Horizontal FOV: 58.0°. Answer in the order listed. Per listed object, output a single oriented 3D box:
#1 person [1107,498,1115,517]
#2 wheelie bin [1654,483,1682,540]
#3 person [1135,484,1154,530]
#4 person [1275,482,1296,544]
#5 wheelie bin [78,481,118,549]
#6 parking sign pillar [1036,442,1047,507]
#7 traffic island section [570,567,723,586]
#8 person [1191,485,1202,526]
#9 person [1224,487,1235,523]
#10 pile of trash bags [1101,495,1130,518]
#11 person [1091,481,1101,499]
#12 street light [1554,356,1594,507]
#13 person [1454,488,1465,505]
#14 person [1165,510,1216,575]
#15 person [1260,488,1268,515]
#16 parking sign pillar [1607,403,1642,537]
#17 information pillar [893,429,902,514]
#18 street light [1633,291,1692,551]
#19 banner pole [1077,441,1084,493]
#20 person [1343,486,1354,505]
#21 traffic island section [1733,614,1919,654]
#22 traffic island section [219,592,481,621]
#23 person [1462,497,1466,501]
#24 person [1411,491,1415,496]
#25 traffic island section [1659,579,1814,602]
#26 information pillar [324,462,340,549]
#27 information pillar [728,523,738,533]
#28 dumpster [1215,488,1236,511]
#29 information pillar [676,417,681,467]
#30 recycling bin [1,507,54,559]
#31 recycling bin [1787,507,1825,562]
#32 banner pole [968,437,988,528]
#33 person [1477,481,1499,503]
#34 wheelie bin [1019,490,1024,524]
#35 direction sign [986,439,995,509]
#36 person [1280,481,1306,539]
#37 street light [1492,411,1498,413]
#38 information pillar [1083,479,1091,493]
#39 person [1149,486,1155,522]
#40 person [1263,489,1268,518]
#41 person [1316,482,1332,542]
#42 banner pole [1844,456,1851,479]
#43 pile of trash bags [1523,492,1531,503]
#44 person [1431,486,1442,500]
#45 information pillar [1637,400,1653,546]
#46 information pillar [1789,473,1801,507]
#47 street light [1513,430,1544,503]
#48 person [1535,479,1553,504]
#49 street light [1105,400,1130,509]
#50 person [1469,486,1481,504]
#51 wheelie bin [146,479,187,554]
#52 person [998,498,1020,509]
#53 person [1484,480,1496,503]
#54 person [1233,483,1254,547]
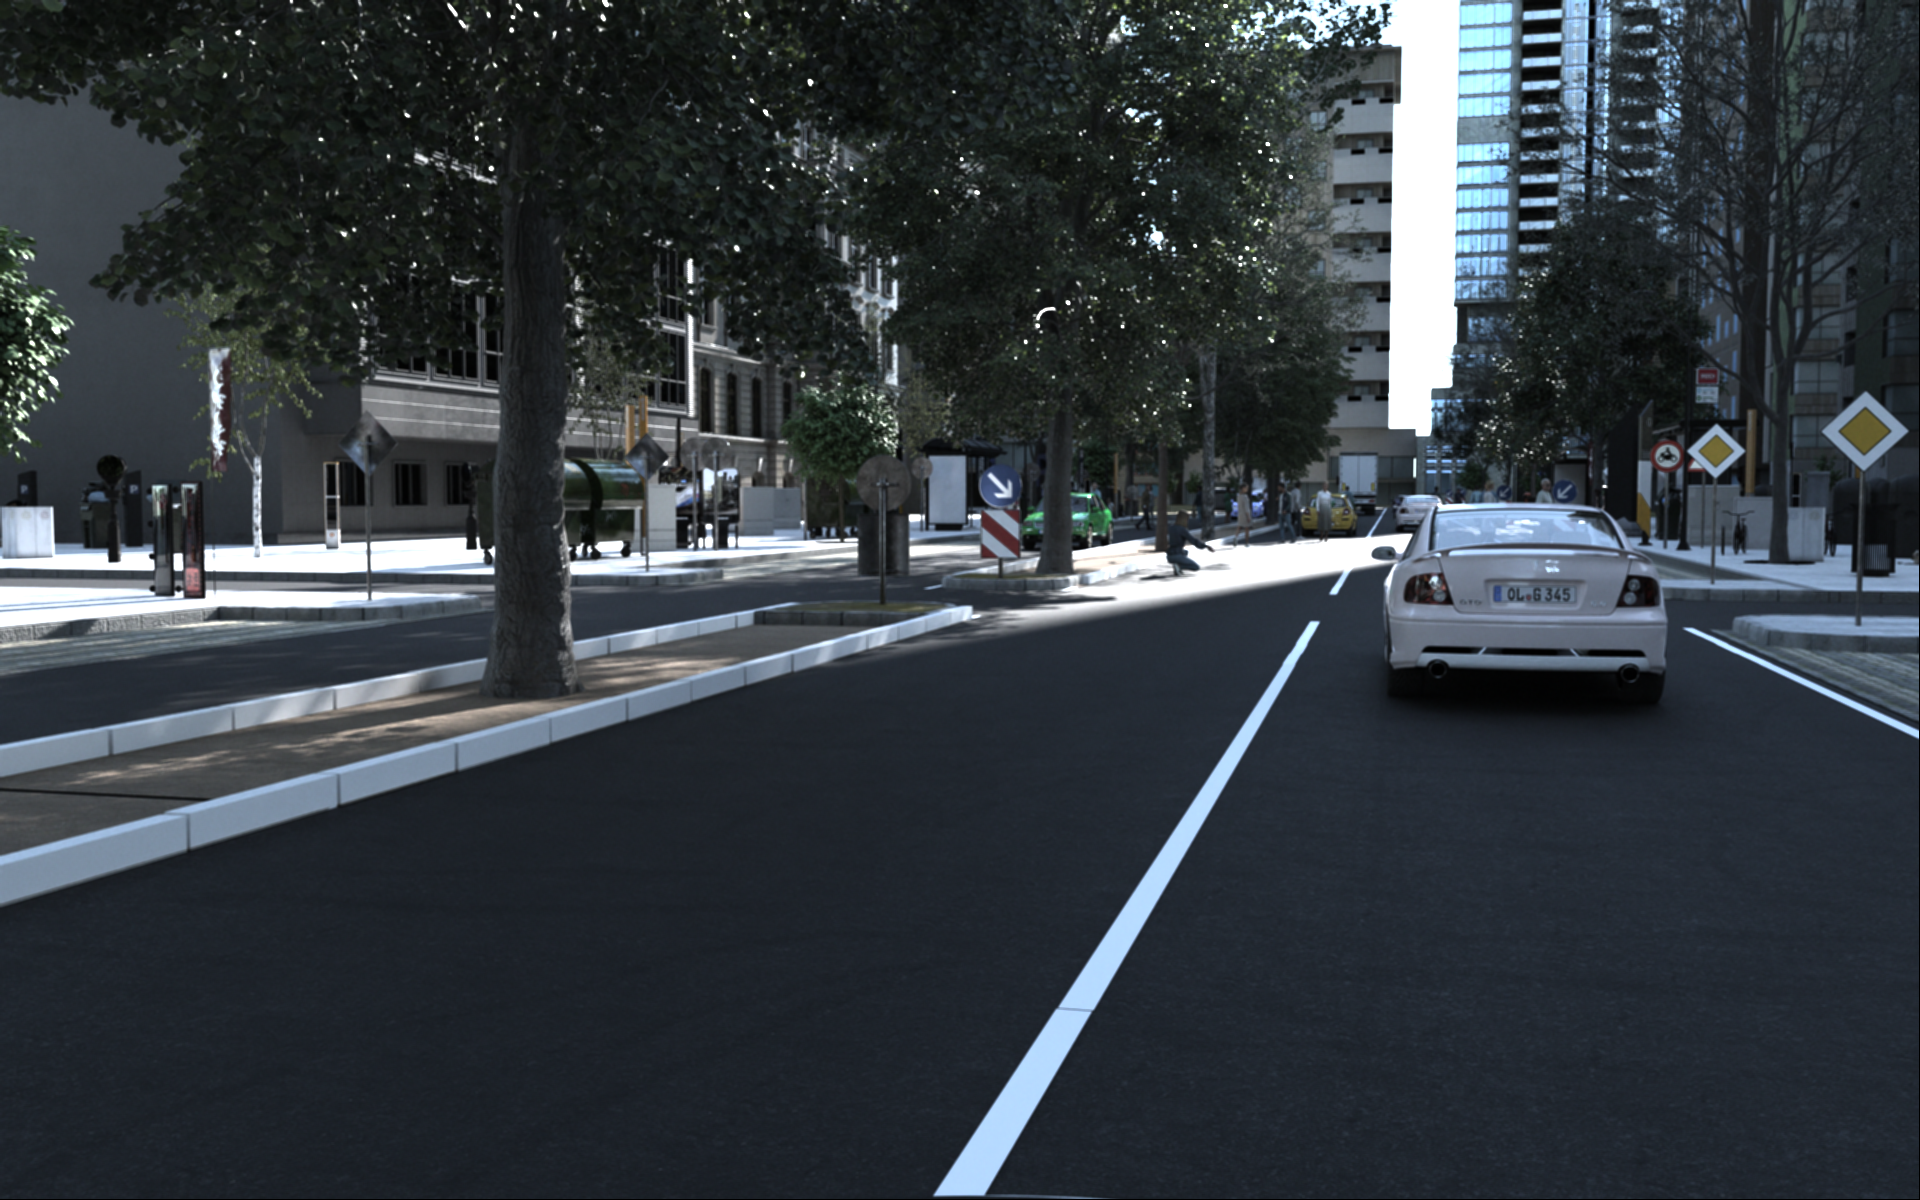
[{"bbox_3d":[6.678,-3.890,76.787,0.352,1.250,0.332,0,4,1],"label":"person"},{"bbox_3d":[19.802,-2.476,48.398,0.693,1.594,0.980,1,4,13],"label":"wheelie bin"},{"bbox_3d":[7.400,-3.719,69.209,0.836,1.842,0.656,-1,4,-15],"label":"person"},{"bbox_3d":[9.407,-2.532,50.250,0.721,1.781,0.623,-3,5,-41],"label":"person"},{"bbox_3d":[-20.297,-2.011,40.790,0.980,1.594,0.693,2,4,35],"label":"wheelie bin"},{"bbox_3d":[4.199,-5.826,83.726,1.447,3.967,1.447,-3,5,-45],"label":"parking sign pillar"},{"bbox_3d":[-5.184,-0.387,28.603,2.009,0.180,2.903,1,4,14],"label":"traffic island section"},{"bbox_3d":[10.801,-4.266,78.227,0.794,1.824,0.713,0,4,-6],"label":"person"},{"bbox_3d":[13.184,-4.678,85.237,0.529,1.795,0.600,-3,4,-36],"label":"person"},{"bbox_3d":[8.302,-5.210,94.931,3.447,1.369,1.912,-3,5,-42],"label":"pile of trash bags"},{"bbox_3d":[4.294,-2.812,54.338,0.748,1.841,0.638,0,4,-8],"label":"person"},{"bbox_3d":[20.733,-5.255,58.459,1.470,5.913,1.316,1,4,14],"label":"street light"},{"bbox_3d":[28.712,-5.529,99.354,0.683,1.767,0.568,-1,4,-21],"label":"person"},{"bbox_3d":[3.956,-1.032,30.870,0.738,1.151,1.012,-2,4,-30],"label":"person"},{"bbox_3d":[20.599,-6.613,116.614,1.348,1.826,0.705,1,4,12],"label":"person"},{"bbox_3d":[20.025,-3.890,52.076,1.447,3.967,1.447,-1,4,-12],"label":"parking sign pillar"},{"bbox_3d":[-2.239,-4.335,62.227,0.183,3.616,0.504,3,4,38],"label":"information pillar"},{"bbox_3d":[15.990,-4.094,39.485,1.470,5.913,1.316,1,4,14],"label":"street light"},{"bbox_3d":[5.707,-5.636,82.164,0.401,3.779,0.863,-1,4,-19],"label":"banner pole"},{"bbox_3d":[19.946,-4.948,89.268,0.638,1.841,0.748,3,5,43],"label":"person"},{"bbox_3d":[8.768,0.331,16.874,2.009,0.180,2.903,1,4,14],"label":"traffic island section"},{"bbox_3d":[-7.129,0.087,20.858,2.009,0.180,2.903,1,4,14],"label":"traffic island section"},{"bbox_3d":[50.289,-9.903,173.672,1.065,1.426,0.557,-2,4,-31],"label":"person"},{"bbox_3d":[40.774,-8.997,156.310,1.217,1.735,0.721,-3,5,-40],"label":"person"},{"bbox_3d":[10.714,-0.143,24.619,2.009,0.180,2.903,1,4,14],"label":"traffic island section"},{"bbox_3d":[-14.590,-2.187,40.244,0.304,2.012,0.304,-1,4,-14],"label":"information pillar"},{"bbox_3d":[-7.510,-3.231,57.317,0.304,2.012,0.304,1,4,8],"label":"information pillar"},{"bbox_3d":[18.727,-7.043,123.360,1.865,1.857,1.264,1,4,14],"label":"dumpster"},{"bbox_3d":[-8.588,-3.760,52.826,0.183,3.616,0.504,-1,4,-17],"label":"information pillar"},{"bbox_3d":[-18.632,-1.349,34.609,0.722,1.027,0.722,3,4,38],"label":"recycling bin"},{"bbox_3d":[16.129,-1.258,33.124,0.722,1.027,0.722,2,4,26],"label":"recycling bin"},{"bbox_3d":[0.665,-4.678,66.499,0.863,3.779,0.401,0,4,-7],"label":"banner pole"},{"bbox_3d":[14.411,-2.353,47.308,0.601,1.785,0.444,2,4,24],"label":"person"},{"bbox_3d":[2.456,-4.058,74.251,0.693,1.594,0.980,-1,4,-17],"label":"wheelie bin"},{"bbox_3d":[1.059,-4.729,69.309,0.876,3.537,0.379,-3,4,-37],"label":"direction sign"},{"bbox_3d":[10.589,-2.853,55.000,0.795,1.843,0.661,-1,4,-10],"label":"person"},{"bbox_3d":[30.312,-7.578,96.435,1.470,5.913,1.316,1,4,14],"label":"street light"},{"bbox_3d":[6.330,-5.009,86.387,0.304,2.012,0.304,-1,4,-10],"label":"information pillar"},{"bbox_3d":[8.875,-4.454,81.527,0.583,1.804,0.606,1,4,11],"label":"person"},{"bbox_3d":[18.440,-5.831,104.779,0.436,1.711,0.756,2,4,32],"label":"person"},{"bbox_3d":[10.859,-2.628,51.690,0.478,1.798,0.641,1,4,9],"label":"person"},{"bbox_3d":[39.757,-5.340,77.322,0.863,3.779,0.401,1,4,22],"label":"banner pole"},{"bbox_3d":[29.905,-4.837,88.830,1.912,1.369,3.447,-1,4,-14],"label":"pile of trash bags"},{"bbox_3d":[23.790,-4.782,86.677,0.713,1.824,0.794,-2,4,-25],"label":"person"},{"bbox_3d":[17.053,-3.166,43.112,0.504,3.616,0.183,-3,4,-36],"label":"information pillar"},{"bbox_3d":[29.212,-3.432,60.601,0.304,2.012,0.304,1,4,15],"label":"information pillar"},{"bbox_3d":[25.476,-6.412,77.385,1.470,5.913,1.316,1,4,14],"label":"street light"},{"bbox_3d":[12.696,-1.762,37.802,0.515,1.767,0.782,3,4,39],"label":"person"},{"bbox_3d":[7.836,-6.950,86.180,1.470,5.913,1.316,1,4,14],"label":"street light"},{"bbox_3d":[23.683,-4.335,79.392,0.660,1.820,0.620,-1,4,-15],"label":"person"},{"bbox_3d":[-17.062,-1.808,37.461,0.980,1.594,0.693,-1,4,-9],"label":"wheelie bin"},{"bbox_3d":[1.162,-1.977,41.659,0.563,1.720,0.643,-1,4,-15],"label":"person"},{"bbox_3d":[13.077,-2.083,42.915,0.624,1.780,0.694,1,4,16],"label":"person"},{"bbox_3d":[7.579,-2.268,46.338,0.466,1.731,0.760,2,4,33],"label":"person"}]
